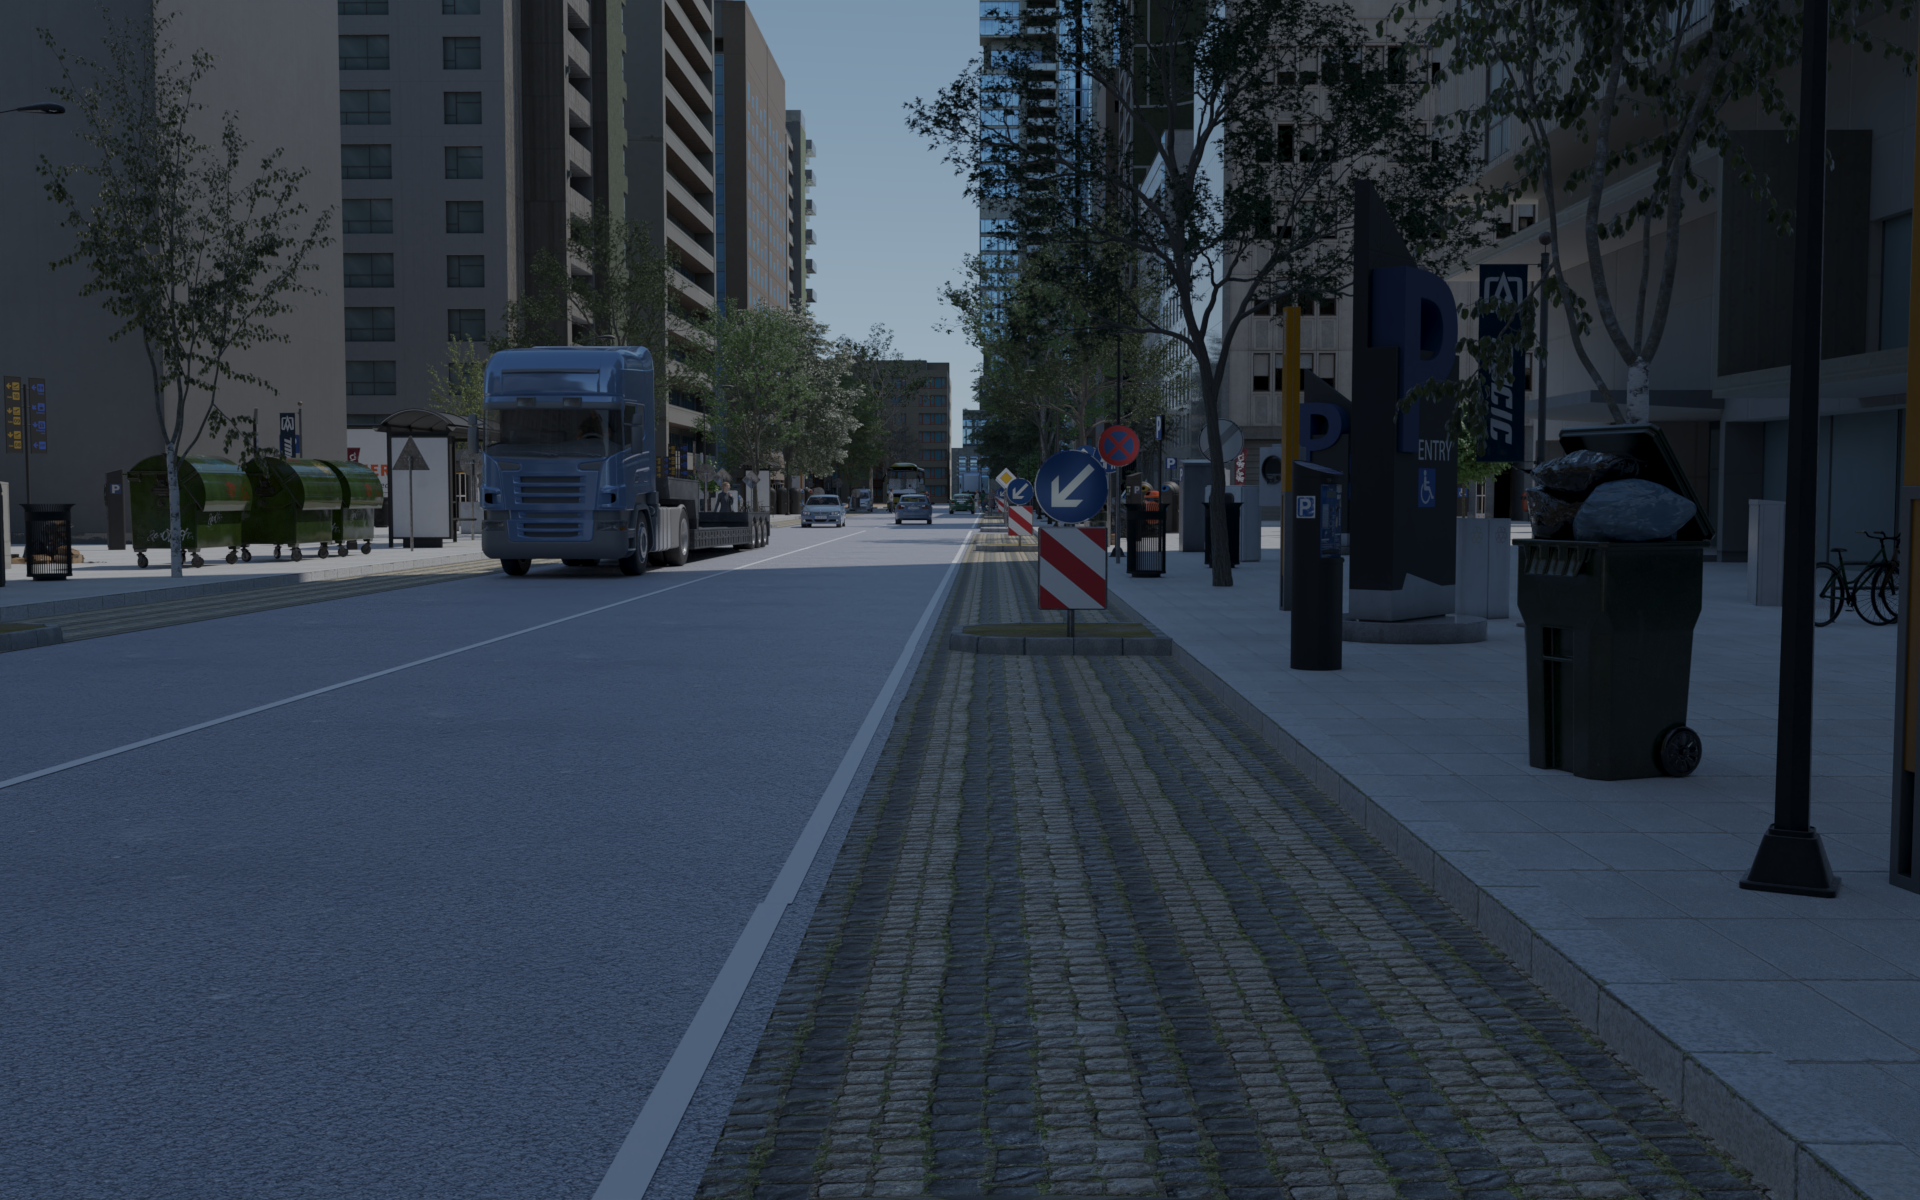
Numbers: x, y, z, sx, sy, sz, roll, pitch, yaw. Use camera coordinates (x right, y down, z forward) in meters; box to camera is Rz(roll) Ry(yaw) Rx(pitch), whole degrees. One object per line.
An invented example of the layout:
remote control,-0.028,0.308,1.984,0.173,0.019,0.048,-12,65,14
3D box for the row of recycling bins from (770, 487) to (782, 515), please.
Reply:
row of recycling bins,-12.867,-6.409,111.906,1.069,1.692,3.534,1,4,17

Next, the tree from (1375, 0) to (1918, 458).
tree,3.990,-3.647,9.986,4.360,8.622,3.978,0,3,0

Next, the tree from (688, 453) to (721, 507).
tree,-11.776,-5.320,81.578,1.663,3.219,1.824,0,3,0

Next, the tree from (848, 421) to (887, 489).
tree,-9.220,-13.280,167.486,4.360,8.622,3.978,0,3,0

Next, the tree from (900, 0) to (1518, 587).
tree,3.610,-5.488,24.135,8.767,10.594,7.601,-1,4,-11

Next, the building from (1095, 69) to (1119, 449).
building,21.464,-32.383,179.572,14.600,45.320,14.200,0,4,1

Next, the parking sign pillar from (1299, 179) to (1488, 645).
parking sign pillar,3.957,-1.644,15.353,1.447,3.967,1.447,3,5,40

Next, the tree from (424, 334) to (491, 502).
tree,-22.115,-7.848,78.684,4.737,8.622,4.395,0,3,0

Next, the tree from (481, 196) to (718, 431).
tree,-11.560,-7.395,55.315,8.767,10.594,7.601,1,4,14

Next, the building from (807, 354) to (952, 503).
building,-15.989,-25.084,255.154,28.899,21.520,27.650,0,4,1

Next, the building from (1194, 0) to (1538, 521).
building,22.304,-16.431,86.675,19.932,24.808,12.078,0,4,1

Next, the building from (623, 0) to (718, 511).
building,-29.436,-30.441,121.407,21.300,48.544,21.600,0,4,1

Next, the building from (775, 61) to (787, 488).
building,-24.822,-31.834,170.598,14.600,45.320,14.200,0,4,1

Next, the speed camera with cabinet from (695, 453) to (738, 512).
speed camera with cabinet,-11.779,-5.452,83.478,2.038,3.252,0.660,-1,4,-14

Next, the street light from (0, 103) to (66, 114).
street light,-11.315,-2.947,20.724,1.470,5.913,1.316,0,4,1

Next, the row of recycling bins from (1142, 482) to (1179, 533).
row of recycling bins,7.225,-3.053,57.029,3.534,1.692,1.069,2,4,33

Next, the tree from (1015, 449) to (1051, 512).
tree,5.623,-8.662,125.342,4.285,4.588,4.351,0,3,0

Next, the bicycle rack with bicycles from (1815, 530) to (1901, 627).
bicycle rack with bicycles,9.474,-0.195,16.569,2.925,0.926,2.852,0,4,-3

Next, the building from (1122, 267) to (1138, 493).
building,19.951,-19.013,140.540,12.332,23.373,15.834,0,4,1

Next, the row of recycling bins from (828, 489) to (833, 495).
row of recycling bins,-11.432,-8.463,145.486,1.069,1.692,3.534,1,4,10

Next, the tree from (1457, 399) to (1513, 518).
tree,17.267,-4.630,59.421,4.285,4.588,4.351,0,3,0

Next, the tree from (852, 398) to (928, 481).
tree,-9.130,-18.896,219.319,12.009,13.543,11.850,0,3,0

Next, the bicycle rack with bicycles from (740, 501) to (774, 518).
bicycle rack with bicycles,-11.441,-4.959,94.454,2.852,0.926,2.925,-2,4,-34

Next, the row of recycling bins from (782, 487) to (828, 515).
row of recycling bins,-10.765,-6.822,118.645,1.069,1.692,3.534,2,4,34

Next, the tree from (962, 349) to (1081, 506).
tree,5.034,-14.122,137.556,9.857,13.997,8.962,0,3,0

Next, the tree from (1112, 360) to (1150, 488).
tree,9.542,-8.437,88.308,4.360,8.622,3.978,0,3,0

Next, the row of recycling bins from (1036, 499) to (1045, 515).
row of recycling bins,5.845,-6.360,111.101,1.069,1.692,3.534,-1,4,-20

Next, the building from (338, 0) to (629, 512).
building,-25.296,-19.350,88.075,14.160,30.474,14.107,0,4,1

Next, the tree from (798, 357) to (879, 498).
tree,-10.575,-13.816,144.016,7.486,12.596,7.792,0,3,0

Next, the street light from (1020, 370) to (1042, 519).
street light,3.097,-5.654,64.977,1.470,5.913,1.316,0,4,1

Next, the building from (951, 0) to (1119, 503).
building,14.482,-57.273,249.076,31.000,86.520,22.319,0,4,1

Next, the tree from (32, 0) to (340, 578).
tree,-11.861,-4.637,26.183,4.360,8.622,3.978,0,3,0

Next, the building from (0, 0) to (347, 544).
building,-31.988,-15.725,50.614,24.014,27.812,14.314,0,4,1

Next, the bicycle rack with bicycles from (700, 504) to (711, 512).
bicycle rack with bicycles,-16.077,-6.461,119.024,2.925,0.926,2.852,2,4,26

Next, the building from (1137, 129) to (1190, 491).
building,19.420,-18.623,122.500,12.078,24.808,19.932,0,4,1

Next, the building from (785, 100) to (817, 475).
building,-32.660,-35.835,205.516,30.456,49.044,23.786,0,4,1

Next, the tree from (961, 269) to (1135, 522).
tree,4.214,-9.440,80.104,9.928,11.665,9.643,0,3,0

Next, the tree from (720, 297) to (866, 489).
tree,-10.994,-12.560,112.007,9.857,13.997,8.962,0,3,0

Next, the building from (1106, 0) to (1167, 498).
building,23.506,-44.188,160.718,20.563,71.187,20.611,0,4,1

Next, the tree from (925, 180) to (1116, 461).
tree,4.515,-15.347,106.813,12.611,20.169,13.585,0,3,0

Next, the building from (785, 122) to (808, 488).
building,-24.104,-30.669,185.026,14.154,41.232,14.086,0,4,1

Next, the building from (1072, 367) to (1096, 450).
building,27.585,-21.827,201.905,27.650,21.520,28.899,0,4,1

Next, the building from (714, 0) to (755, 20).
building,-25.073,-30.946,156.070,14.600,45.320,14.200,0,4,1

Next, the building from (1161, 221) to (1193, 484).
building,18.094,-15.228,103.735,10.420,20.320,16.860,0,4,1

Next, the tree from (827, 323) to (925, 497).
tree,-8.552,-20.374,188.997,12.611,20.169,13.585,0,3,0

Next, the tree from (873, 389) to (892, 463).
tree,-10.060,-14.151,157.128,9.928,11.665,9.643,0,3,0

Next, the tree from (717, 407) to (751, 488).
tree,-18.660,-11.670,141.173,4.737,8.622,4.395,0,3,0

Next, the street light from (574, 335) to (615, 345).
street light,-10.772,-4.785,50.770,1.470,5.913,1.316,0,4,1

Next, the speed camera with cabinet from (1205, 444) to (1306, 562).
speed camera with cabinet,5.533,-2.339,32.576,0.660,3.252,2.038,-3,4,-39

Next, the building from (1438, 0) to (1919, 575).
building,25.338,-26.950,29.872,28.713,52.752,27.495,0,4,1

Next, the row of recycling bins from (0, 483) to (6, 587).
row of recycling bins,-14.931,-1.006,23.566,3.534,1.692,1.069,-1,4,-11

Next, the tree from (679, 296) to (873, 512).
tree,-10.813,-10.107,91.005,9.928,11.665,9.643,0,3,0
